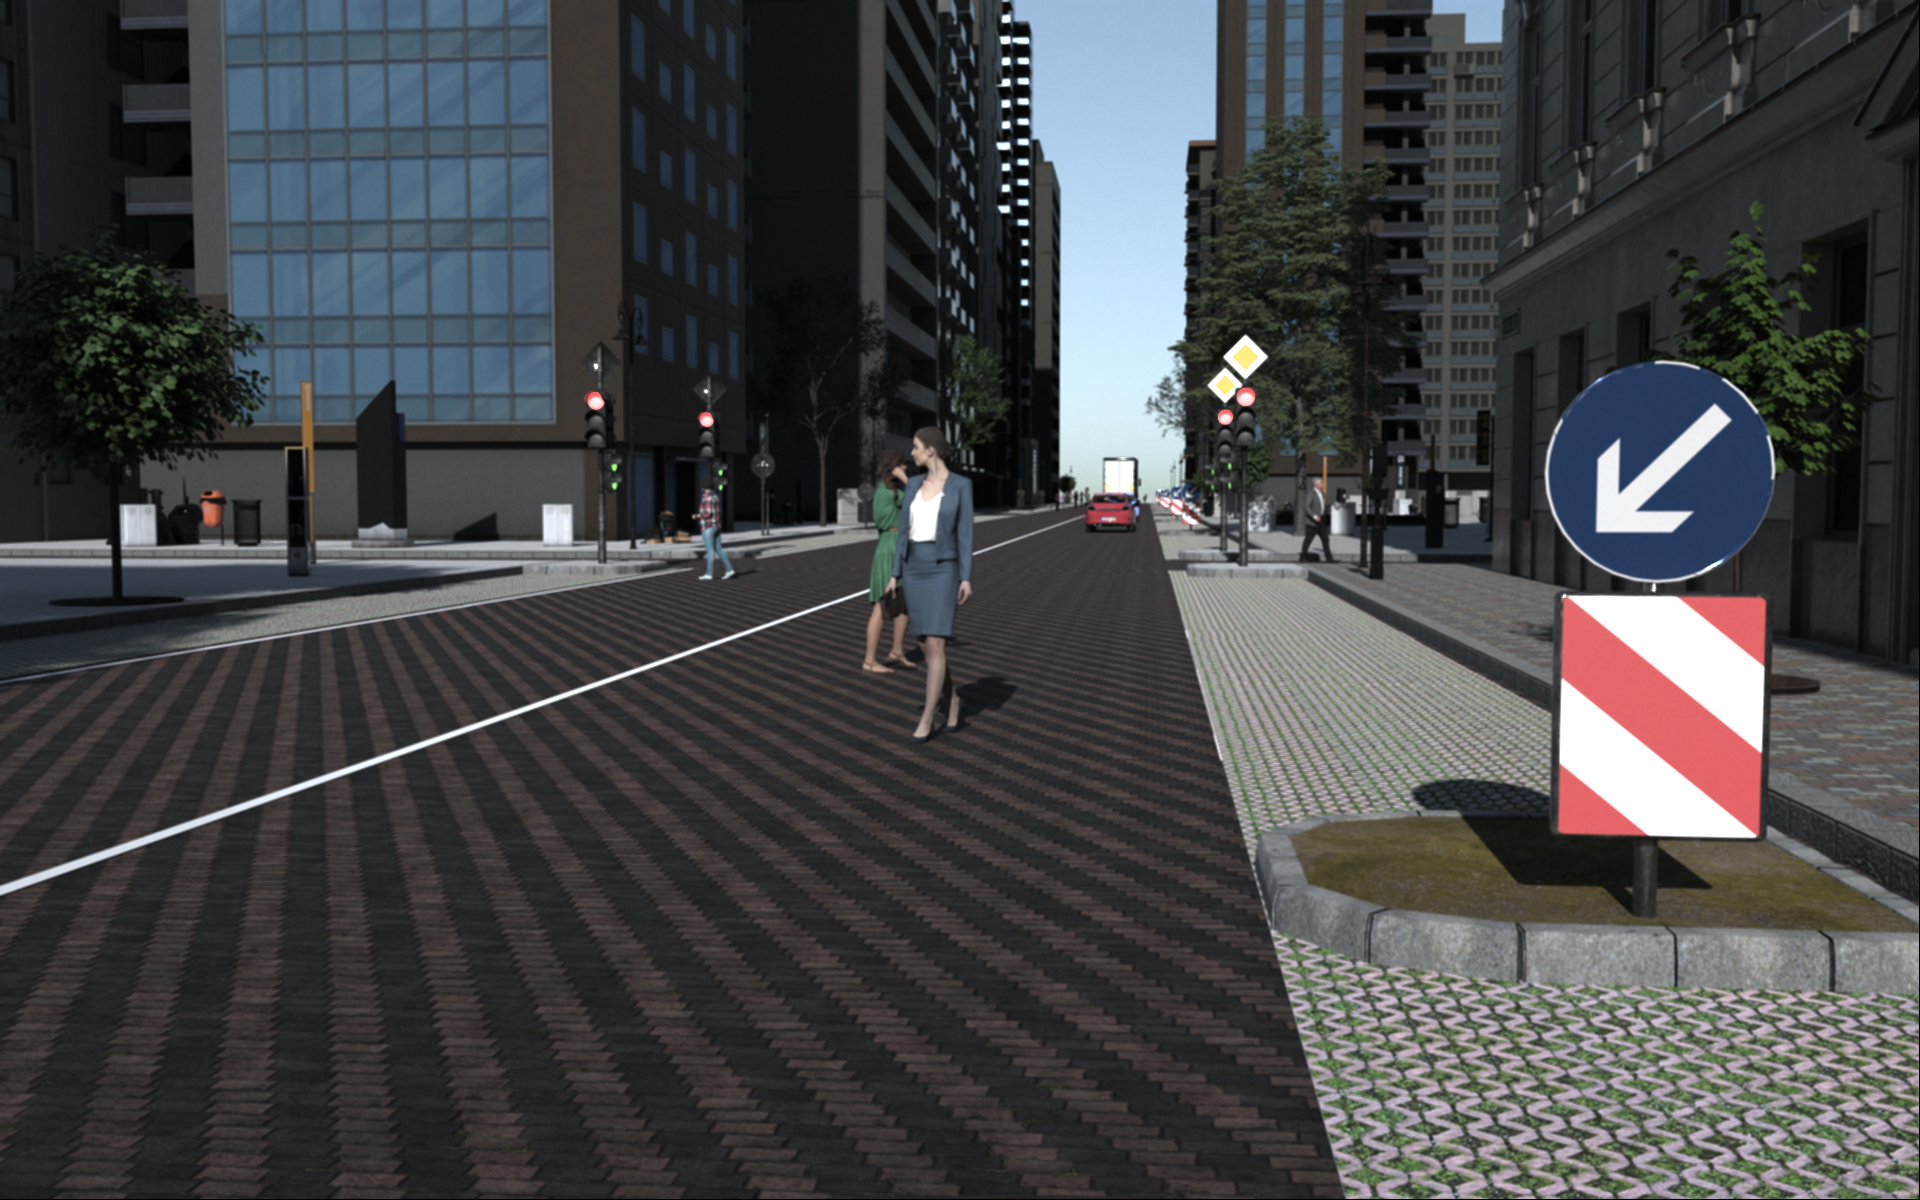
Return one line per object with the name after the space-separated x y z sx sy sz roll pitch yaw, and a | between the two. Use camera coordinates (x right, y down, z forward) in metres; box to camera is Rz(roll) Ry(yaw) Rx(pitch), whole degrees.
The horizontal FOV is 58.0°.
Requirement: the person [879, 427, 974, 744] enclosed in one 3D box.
-0.119 -0.100 10.151 0.581 1.822 0.654 3 5 44 | person

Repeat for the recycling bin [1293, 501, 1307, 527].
13.357 -3.353 67.377 0.722 1.027 0.722 1 4 13 | recycling bin

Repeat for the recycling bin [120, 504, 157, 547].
-20.073 -1.821 42.319 0.722 1.027 0.722 -2 4 -34 | recycling bin

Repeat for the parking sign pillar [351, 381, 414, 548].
-13.927 -3.255 41.687 1.447 3.967 1.447 2 4 33 | parking sign pillar

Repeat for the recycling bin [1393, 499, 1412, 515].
22.576 -4.638 88.383 0.722 1.027 0.722 -1 4 -16 | recycling bin

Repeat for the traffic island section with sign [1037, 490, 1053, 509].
7.849 -9.613 165.804 1.989 1.847 2.006 0 4 6 | traffic island section with sign

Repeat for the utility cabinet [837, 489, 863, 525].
-4.481 -3.774 70.377 0.318 1.500 1.173 3 5 40 | utility cabinet

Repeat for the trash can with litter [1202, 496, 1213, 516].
14.159 -5.360 99.030 0.624 1.170 1.055 0 4 8 | trash can with litter

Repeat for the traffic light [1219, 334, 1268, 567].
5.010 -2.551 30.622 0.839 4.253 0.868 0 4 6 | traffic light

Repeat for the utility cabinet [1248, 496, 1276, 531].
10.597 -3.040 60.864 1.020 1.237 0.306 3 5 40 | utility cabinet

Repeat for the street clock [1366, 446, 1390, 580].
6.271 -1.311 26.010 0.358 2.002 0.471 0 4 8 | street clock

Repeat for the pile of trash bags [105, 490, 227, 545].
-19.928 -2.089 43.900 3.447 1.369 1.912 2 4 24 | pile of trash bags

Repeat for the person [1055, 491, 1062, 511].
8.389 -8.465 147.586 0.721 1.739 1.217 -2 4 -25 | person

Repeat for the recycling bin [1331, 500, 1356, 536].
11.916 -2.525 53.837 0.722 1.027 0.722 1 4 16 | recycling bin

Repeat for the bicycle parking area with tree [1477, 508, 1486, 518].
28.478 -5.738 80.822 9.016 4.147 8.231 2 4 24 | bicycle parking area with tree

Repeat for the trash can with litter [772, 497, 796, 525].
-7.282 -3.665 71.312 1.055 1.170 0.624 2 4 30 | trash can with litter

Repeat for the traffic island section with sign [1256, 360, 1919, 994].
2.057 0.164 5.945 1.989 1.847 2.006 0 4 6 | traffic island section with sign

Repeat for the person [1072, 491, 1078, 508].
11.507 -10.045 173.251 0.721 1.766 1.217 -2 4 -26 | person

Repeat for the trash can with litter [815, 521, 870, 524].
-5.099 -3.871 74.348 2.233 1.210 1.678 1 4 16 | trash can with litter

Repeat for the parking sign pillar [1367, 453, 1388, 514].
24.647 -6.982 102.635 1.447 3.967 1.447 1 4 22 | parking sign pillar

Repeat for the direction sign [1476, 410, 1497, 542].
14.359 -3.348 46.739 0.876 3.537 0.379 3 4 38 | direction sign

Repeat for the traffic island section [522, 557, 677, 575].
-6.624 -0.594 31.994 2.009 0.180 2.903 0 4 6 | traffic island section

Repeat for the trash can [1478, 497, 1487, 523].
23.235 -3.961 76.409 0.748 1.137 0.748 0 3 0 | trash can

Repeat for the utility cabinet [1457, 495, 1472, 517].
27.869 -5.172 95.726 1.020 1.237 0.306 -3 5 -39 | utility cabinet

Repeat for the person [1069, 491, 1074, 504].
14.369 -13.306 226.051 1.348 1.824 0.705 1 4 12 | person

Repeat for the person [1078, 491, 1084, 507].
13.286 -11.026 189.501 1.217 1.735 0.721 -1 4 -13 | person

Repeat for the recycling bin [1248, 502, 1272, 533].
9.937 -2.748 57.477 0.722 1.027 0.722 1 4 20 | recycling bin

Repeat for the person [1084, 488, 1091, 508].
7.059 -5.251 94.622 0.573 1.790 0.520 -1 4 -21 | person

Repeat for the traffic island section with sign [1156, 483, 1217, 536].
7.906 -3.154 60.196 1.989 1.847 2.006 0 4 6 | traffic island section with sign

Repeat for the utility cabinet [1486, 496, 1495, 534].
17.633 -2.768 56.416 1.020 1.237 0.306 -2 4 -25 | utility cabinet

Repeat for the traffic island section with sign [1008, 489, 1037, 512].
4.907 -7.952 138.642 1.989 1.847 2.006 0 4 6 | traffic island section with sign

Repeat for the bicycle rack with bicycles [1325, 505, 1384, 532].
12.872 -2.769 58.660 2.925 0.926 2.852 -3 5 -39 | bicycle rack with bicycles

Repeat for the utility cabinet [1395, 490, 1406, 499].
25.071 -5.507 98.716 0.318 1.500 1.173 2 4 29 | utility cabinet

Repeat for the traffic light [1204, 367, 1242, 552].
5.868 -3.036 38.561 0.839 4.253 0.868 0 4 6 | traffic light

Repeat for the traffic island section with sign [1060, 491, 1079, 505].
13.745 -12.957 220.470 1.989 1.847 2.006 0 4 6 | traffic island section with sign

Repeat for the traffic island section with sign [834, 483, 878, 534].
-3.376 -3.266 62.027 1.989 1.847 2.006 0 4 6 | traffic island section with sign

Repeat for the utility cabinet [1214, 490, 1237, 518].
14.191 -5.129 92.532 1.173 1.500 0.318 2 4 24 | utility cabinet

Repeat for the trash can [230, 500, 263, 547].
-17.502 -1.888 42.519 0.748 1.137 0.748 0 3 0 | trash can

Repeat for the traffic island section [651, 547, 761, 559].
-5.766 -1.080 39.933 2.009 0.180 2.903 0 4 6 | traffic island section

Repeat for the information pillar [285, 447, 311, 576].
-10.336 -1.380 27.050 0.304 2.012 0.304 -1 4 -11 | information pillar

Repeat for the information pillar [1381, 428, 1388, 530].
15.178 -4.317 61.934 0.183 3.616 0.504 0 4 3 | information pillar

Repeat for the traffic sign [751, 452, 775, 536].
-6.043 -3.237 53.029 0.768 2.556 0.104 1 4 10 | traffic sign

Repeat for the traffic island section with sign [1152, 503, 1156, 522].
10.873 -4.832 87.628 1.989 1.847 2.006 0 4 6 | traffic island section with sign

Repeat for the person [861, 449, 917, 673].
-0.565 -0.319 13.957 0.529 1.795 0.600 -2 4 -26 | person

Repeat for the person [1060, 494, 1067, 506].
11.986 -11.503 199.798 0.991 1.433 0.599 -2 4 -32 | person

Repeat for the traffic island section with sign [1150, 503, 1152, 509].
16.337 -7.924 138.185 1.989 1.847 2.006 0 4 6 | traffic island section with sign

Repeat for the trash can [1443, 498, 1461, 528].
18.399 -3.260 64.960 0.748 1.137 0.748 0 3 0 | trash can

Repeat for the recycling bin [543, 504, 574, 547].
-9.884 -1.839 42.629 0.722 1.027 0.722 -1 4 -11 | recycling bin

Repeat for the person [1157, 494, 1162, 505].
25.137 -12.700 216.698 0.990 1.755 0.434 2 4 34 | person

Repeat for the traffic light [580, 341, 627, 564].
-6.585 -2.626 31.855 0.839 4.253 0.868 0 4 6 | traffic light

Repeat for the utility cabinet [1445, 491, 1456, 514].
31.058 -6.178 109.693 0.318 1.500 1.173 3 4 36 | utility cabinet

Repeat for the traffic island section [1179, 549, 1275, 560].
5.907 -1.002 38.671 2.009 0.180 2.903 0 4 6 | traffic island section

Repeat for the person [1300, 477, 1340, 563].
7.343 -1.619 35.362 0.834 1.777 0.661 3 4 36 | person

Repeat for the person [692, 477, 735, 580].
-4.144 -1.206 29.052 0.643 1.720 0.563 1 4 17 | person

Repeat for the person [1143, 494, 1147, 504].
25.630 -13.928 239.458 0.421 1.427 0.697 -1 4 -22 | person

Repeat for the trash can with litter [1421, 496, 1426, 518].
20.976 -4.175 79.326 2.233 1.210 1.678 -2 4 -32 | trash can with litter

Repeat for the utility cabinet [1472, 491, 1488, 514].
32.320 -6.058 107.726 1.173 1.500 0.318 -3 4 -38 | utility cabinet

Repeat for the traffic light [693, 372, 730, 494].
-5.727 -3.111 39.794 0.839 4.253 0.868 0 4 6 | traffic light

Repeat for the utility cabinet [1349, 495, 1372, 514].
18.229 -4.138 78.813 1.020 1.237 0.306 1 4 13 | utility cabinet

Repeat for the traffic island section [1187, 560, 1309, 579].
5.049 -0.517 30.732 2.009 0.180 2.903 0 4 6 | traffic island section
